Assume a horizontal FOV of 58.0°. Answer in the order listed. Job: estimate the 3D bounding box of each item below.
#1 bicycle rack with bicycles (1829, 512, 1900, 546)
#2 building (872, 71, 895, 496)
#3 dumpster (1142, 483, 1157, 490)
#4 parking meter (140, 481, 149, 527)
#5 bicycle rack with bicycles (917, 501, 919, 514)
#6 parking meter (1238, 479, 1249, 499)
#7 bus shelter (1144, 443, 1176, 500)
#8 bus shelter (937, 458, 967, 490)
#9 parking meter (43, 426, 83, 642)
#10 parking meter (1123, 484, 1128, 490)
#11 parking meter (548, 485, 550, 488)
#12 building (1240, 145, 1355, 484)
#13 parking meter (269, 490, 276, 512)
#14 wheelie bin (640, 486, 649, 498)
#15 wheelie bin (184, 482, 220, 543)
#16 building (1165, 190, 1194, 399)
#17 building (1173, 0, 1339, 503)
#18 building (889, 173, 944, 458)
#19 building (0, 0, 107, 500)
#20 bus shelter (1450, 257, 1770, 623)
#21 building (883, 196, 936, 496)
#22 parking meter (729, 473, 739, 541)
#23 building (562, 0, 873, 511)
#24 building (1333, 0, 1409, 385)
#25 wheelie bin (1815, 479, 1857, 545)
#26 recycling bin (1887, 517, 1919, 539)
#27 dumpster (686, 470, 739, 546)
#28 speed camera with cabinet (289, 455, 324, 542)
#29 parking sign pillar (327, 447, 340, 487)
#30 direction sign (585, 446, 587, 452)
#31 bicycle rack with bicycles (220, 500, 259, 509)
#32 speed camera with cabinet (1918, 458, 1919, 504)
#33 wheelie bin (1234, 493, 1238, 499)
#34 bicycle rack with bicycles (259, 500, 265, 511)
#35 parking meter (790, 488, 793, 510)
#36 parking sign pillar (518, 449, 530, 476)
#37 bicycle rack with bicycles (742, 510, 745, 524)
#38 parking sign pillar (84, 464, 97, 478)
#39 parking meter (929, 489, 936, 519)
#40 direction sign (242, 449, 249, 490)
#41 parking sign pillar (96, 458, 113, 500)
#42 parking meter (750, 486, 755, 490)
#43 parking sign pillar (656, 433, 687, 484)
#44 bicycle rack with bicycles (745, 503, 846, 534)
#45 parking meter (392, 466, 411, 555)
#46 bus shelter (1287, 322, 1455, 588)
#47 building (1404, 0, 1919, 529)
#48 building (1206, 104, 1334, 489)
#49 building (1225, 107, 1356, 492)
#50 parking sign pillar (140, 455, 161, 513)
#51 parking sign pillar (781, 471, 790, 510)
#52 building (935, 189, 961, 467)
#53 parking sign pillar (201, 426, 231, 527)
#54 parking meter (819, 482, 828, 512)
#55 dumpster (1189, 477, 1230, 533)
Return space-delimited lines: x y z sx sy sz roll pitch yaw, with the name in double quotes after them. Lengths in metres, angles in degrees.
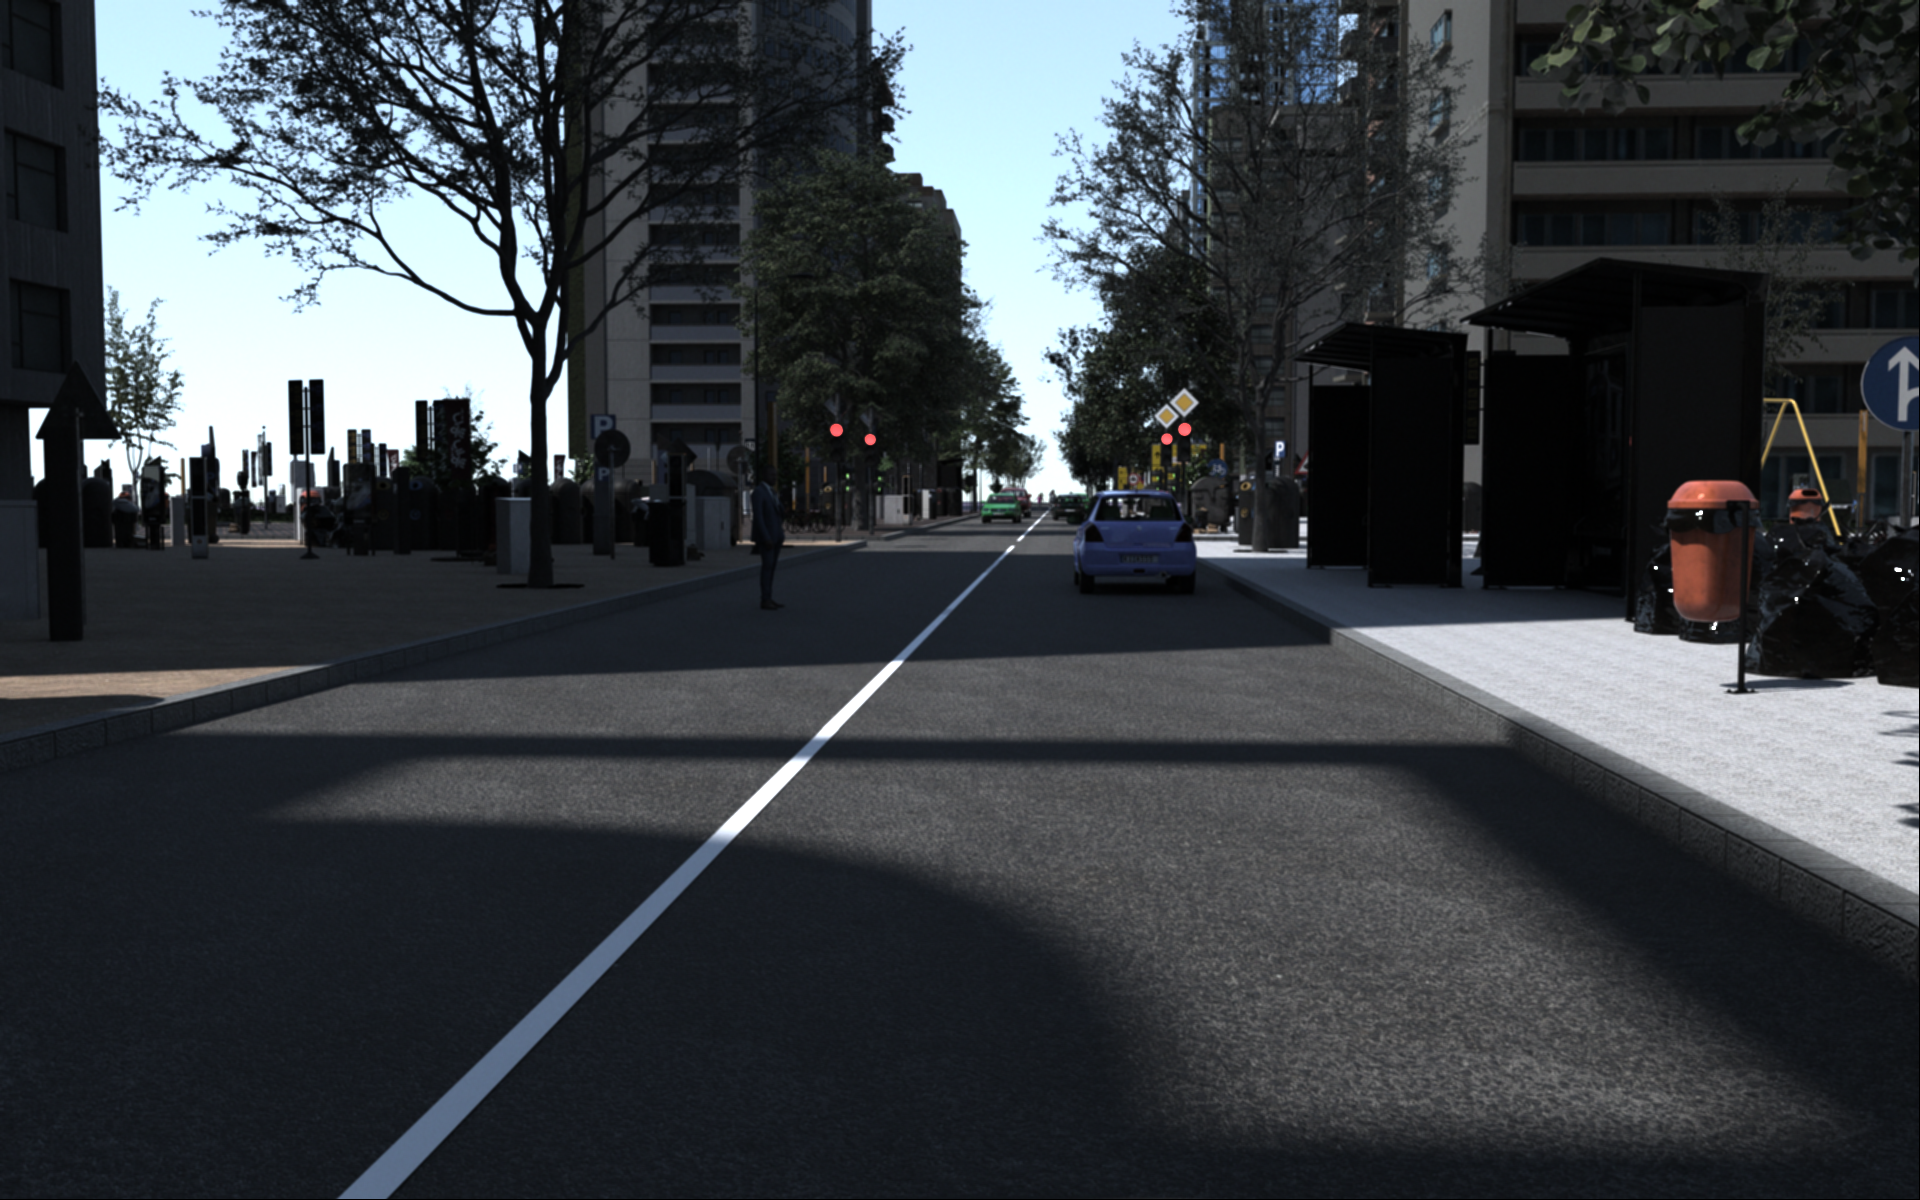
17.889 -1.230 33.486 2.925 0.926 2.852 -1 4 -12 "bicycle rack with bicycles"
-18.198 -31.749 173.721 22.147 44.769 28.867 0 4 3 "building"
9.666 -4.909 86.021 1.264 1.857 1.865 0 4 3 "dumpster"
-31.970 -3.813 68.047 0.255 1.863 0.399 1 4 18 "parking meter"
-1.876 -5.757 107.507 2.852 0.926 2.925 1 4 9 "bicycle rack with bicycles"
11.104 -3.796 67.768 0.399 1.863 0.255 0 4 -4 "parking meter"
12.267 -7.689 103.345 2.179 5.291 8.768 0 4 3 "bus shelter"
-0.551 -7.605 115.617 1.731 3.624 6.357 0 4 4 "bus shelter"
-7.870 -0.581 15.204 0.255 1.863 0.399 -2 4 -25 "parking meter"
10.017 -6.012 104.014 0.399 1.863 0.255 0 4 -2 "parking meter"
-27.303 -6.660 114.598 0.255 1.863 0.399 -3 5 -41 "parking meter"
30.854 -22.994 147.659 14.160 30.474 14.107 0 4 3 "building"
-38.371 -5.399 96.680 0.372 1.533 0.369 0 3 0 "parking meter"
-12.557 -3.734 68.959 0.980 1.594 0.693 -1 4 -16 "wheelie bin"
-19.707 -2.269 45.008 0.980 1.594 0.693 2 4 32 "wheelie bin"
43.235 -39.837 270.941 23.786 49.044 30.456 0 4 3 "building"
40.448 -56.664 239.129 22.319 86.520 31.000 0 4 3 "building"
-10.148 -36.409 245.399 14.600 45.320 14.200 0 4 3 "building"
-23.027 -15.666 27.842 14.107 30.474 14.160 0 4 3 "building"
7.387 -1.773 20.271 1.731 3.624 6.357 0 4 3 "bus shelter"
-10.725 -33.506 231.416 14.154 41.232 14.086 0 4 3 "building"
-6.156 -2.539 47.222 0.255 1.863 0.399 0 4 0 "parking meter"
-19.304 -36.869 144.811 21.231 58.520 28.212 0 4 3 "building"
35.514 -27.731 108.032 22.147 44.769 28.867 0 4 3 "building"
18.363 -1.754 36.586 0.980 1.594 0.693 0 4 6 "wheelie bin"
10.833 -0.408 19.221 0.722 1.027 0.722 -1 4 -16 "recycling bin"
-6.143 -2.217 42.012 1.264 1.857 1.865 0 4 3 "dumpster"
-17.804 -3.234 47.213 0.660 3.252 2.038 -2 4 -29 "speed camera with cabinet"
-35.805 -6.759 98.989 1.447 3.967 1.447 -2 4 -31 "parking sign pillar"
-17.646 -5.495 81.833 0.379 3.537 0.876 0 4 -6 "direction sign"
-48.631 -6.196 114.688 2.852 0.926 2.925 3 5 44 "bicycle rack with bicycles"
23.765 -2.911 41.935 0.660 3.252 2.038 3 5 42 "speed camera with cabinet"
15.457 -5.354 95.438 0.693 1.594 0.980 1 4 9 "wheelie bin"
-52.608 -7.229 131.583 2.925 0.926 2.852 -2 4 -35 "bicycle rack with bicycles"
-12.060 -7.193 123.311 0.255 1.863 0.399 3 5 40 "parking meter"
-25.906 -7.093 104.439 1.447 3.967 1.447 -2 4 -31 "parking sign pillar"
-7.753 -3.678 73.521 2.852 0.926 2.925 3 4 36 "bicycle rack with bicycles"
-57.201 -7.562 112.107 1.447 3.967 1.447 0 4 3 "parking sign pillar"
-1.384 -4.848 87.681 0.372 1.533 0.369 0 3 0 "parking meter"
-36.203 -5.862 87.833 0.379 3.537 0.876 -3 5 -40 "direction sign"
-64.978 -8.741 131.393 1.447 3.967 1.447 1 4 11 "parking sign pillar"
-15.397 -7.523 128.709 0.399 1.863 0.255 1 4 14 "parking meter"
-12.721 -5.381 76.456 1.447 3.967 1.447 0 4 2 "parking sign pillar"
-5.080 -2.709 57.679 2.925 0.926 2.852 -3 4 -36 "bicycle rack with bicycles"
-11.890 -1.905 36.855 0.255 1.863 0.399 -3 5 -40 "parking meter"
6.302 -2.168 26.732 1.731 3.624 6.357 0 4 3 "bus shelter"
29.986 -27.373 71.247 21.600 48.544 21.300 0 4 3 "building"
33.275 -30.684 185.272 14.154 41.232 14.086 0 4 3 "building"
41.369 -28.984 165.775 32.217 40.220 23.993 0 4 3 "building"
-56.041 -8.044 119.991 1.447 3.967 1.447 3 5 45 "parking sign pillar"
-9.186 -6.014 86.800 1.447 3.967 1.447 -3 4 -36 "parking sign pillar"
-11.033 -40.022 278.064 21.300 48.544 21.600 0 4 3 "building"
-29.353 -4.847 67.727 1.447 3.967 1.447 -2 4 -26 "parking sign pillar"
-6.564 -4.757 83.483 0.399 1.863 0.255 -3 5 -42 "parking meter"
8.384 -3.199 58.054 1.264 1.857 1.865 0 4 3 "dumpster"
